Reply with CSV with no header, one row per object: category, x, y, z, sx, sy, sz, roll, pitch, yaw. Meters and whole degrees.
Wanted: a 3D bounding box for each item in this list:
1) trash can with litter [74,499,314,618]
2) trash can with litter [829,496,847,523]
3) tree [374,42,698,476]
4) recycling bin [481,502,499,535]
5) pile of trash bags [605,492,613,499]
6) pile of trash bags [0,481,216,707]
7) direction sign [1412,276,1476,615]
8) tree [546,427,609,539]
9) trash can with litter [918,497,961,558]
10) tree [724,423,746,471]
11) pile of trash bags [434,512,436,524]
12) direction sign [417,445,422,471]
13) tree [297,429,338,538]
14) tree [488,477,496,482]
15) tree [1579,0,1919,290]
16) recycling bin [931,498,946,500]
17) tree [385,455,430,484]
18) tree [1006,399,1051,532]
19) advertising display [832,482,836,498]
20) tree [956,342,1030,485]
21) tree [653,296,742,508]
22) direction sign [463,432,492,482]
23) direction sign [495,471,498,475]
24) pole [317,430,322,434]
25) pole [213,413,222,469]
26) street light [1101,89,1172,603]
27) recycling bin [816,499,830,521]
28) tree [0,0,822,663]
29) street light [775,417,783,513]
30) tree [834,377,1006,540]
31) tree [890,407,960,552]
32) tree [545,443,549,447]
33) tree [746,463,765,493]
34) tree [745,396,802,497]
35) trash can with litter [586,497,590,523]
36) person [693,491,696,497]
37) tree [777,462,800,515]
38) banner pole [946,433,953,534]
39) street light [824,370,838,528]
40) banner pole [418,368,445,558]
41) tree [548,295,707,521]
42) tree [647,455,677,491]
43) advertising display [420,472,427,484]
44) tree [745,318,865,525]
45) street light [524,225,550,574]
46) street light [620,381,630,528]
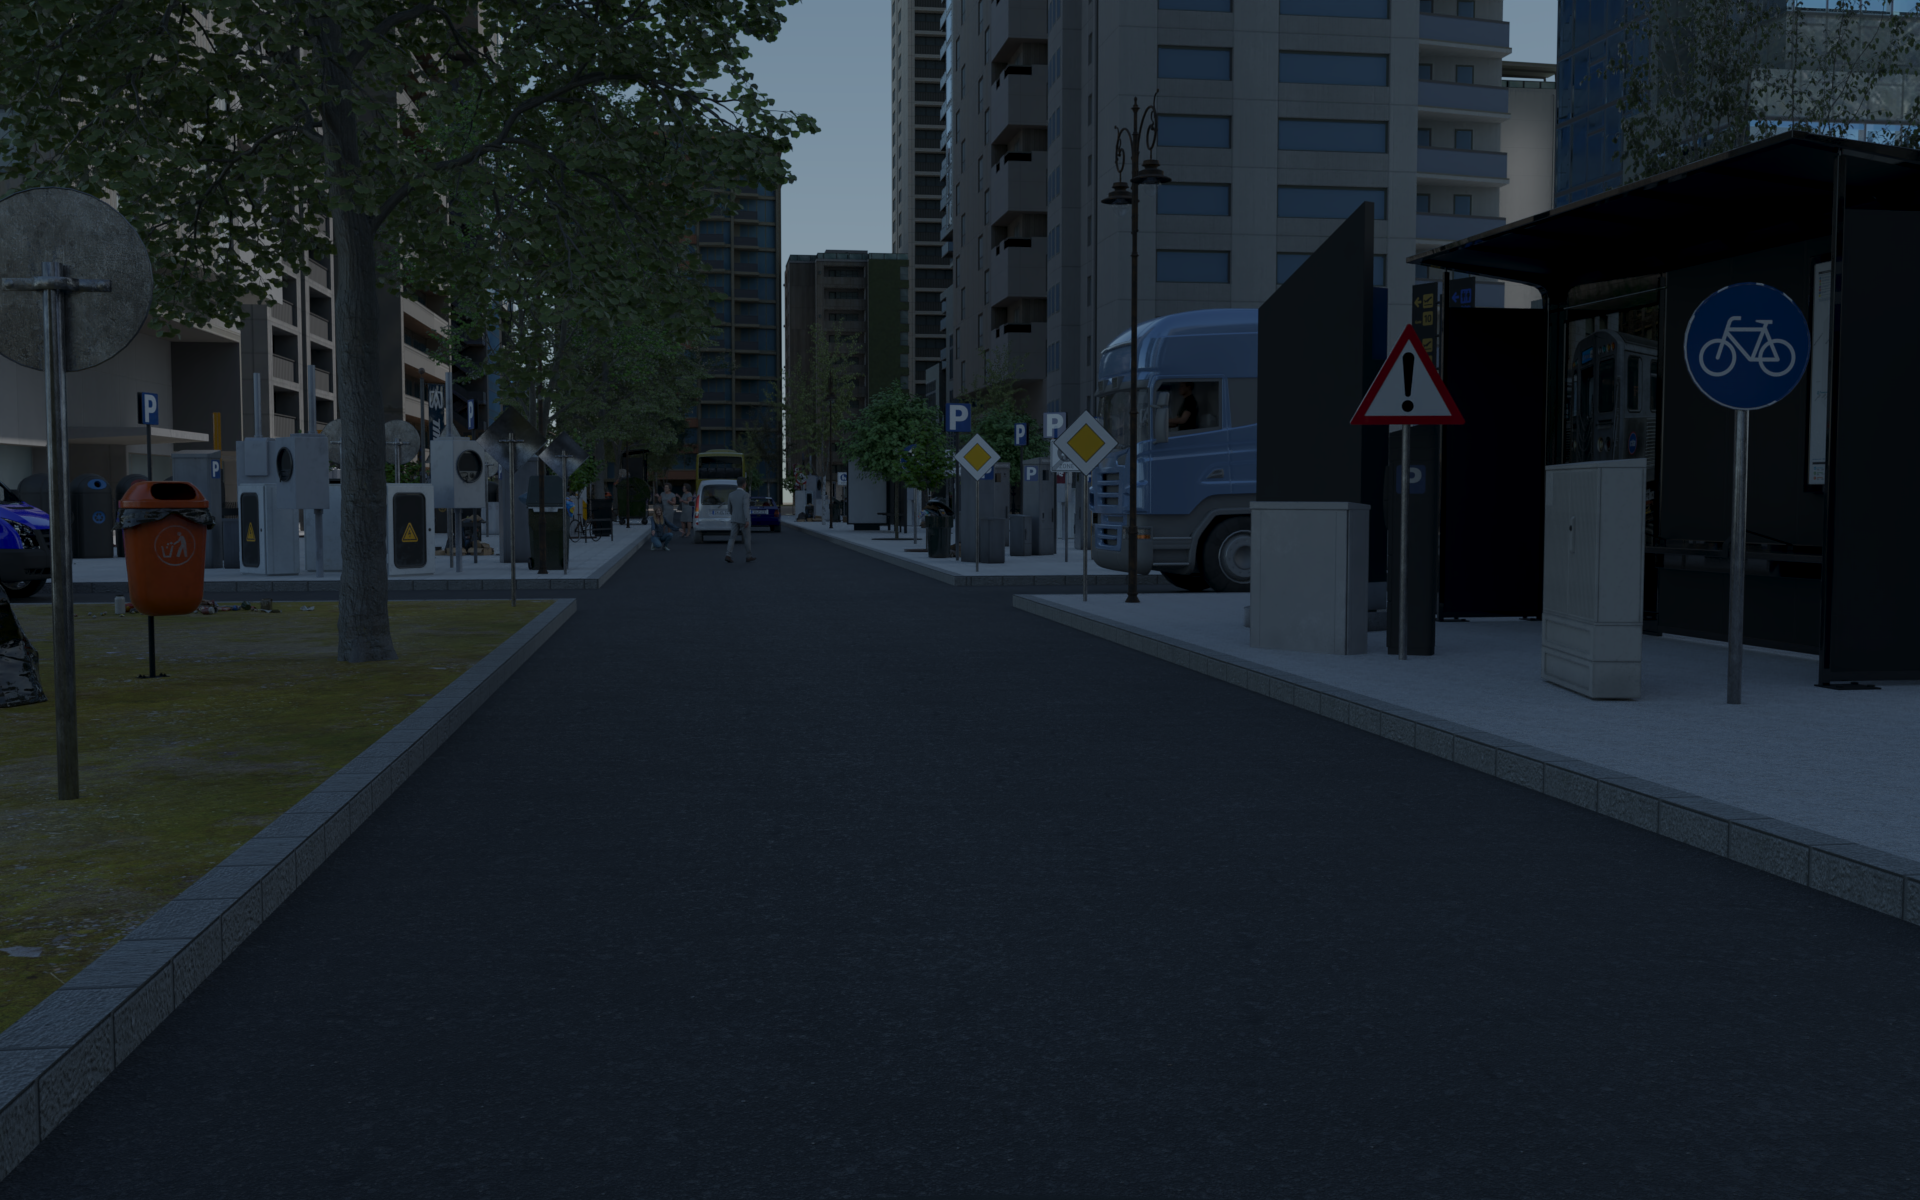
trash can with litter,-8.216,-0.470,18.745,2.233,1.210,1.678,0,4,-6
trash can with litter,-5.385,-4.086,78.195,1.055,1.170,0.624,1,4,15
tree,-9.859,-7.013,40.419,9.928,11.665,9.643,0,3,0
recycling bin,-14.864,-2.576,54.676,0.722,1.027,0.722,1,4,10
pile of trash bags,-18.469,-4.530,83.825,3.447,1.369,1.912,1,4,10
pile of trash bags,-6.422,-0.069,10.885,1.912,1.369,3.447,3,5,42
direction sign,5.129,-1.620,18.488,0.379,3.537,0.876,-2,4,-30
tree,-11.170,-3.390,50.033,1.663,3.219,1.824,0,3,0
trash can with litter,-0.307,-1.443,34.983,0.624,1.170,1.055,3,4,38
tree,-20.797,-13.422,169.817,4.737,8.622,4.395,0,3,0
pile of trash bags,-12.856,-1.806,39.280,1.912,1.369,3.447,-2,4,-26
direction sign,-25.075,-5.411,80.461,0.379,3.537,0.876,-2,4,-30
tree,-19.582,-3.470,51.334,1.663,3.219,1.824,0,3,0
tree,-20.684,-4.859,74.042,1.663,3.219,1.824,0,3,0
tree,8.818,-4.215,19.284,4.360,8.622,3.978,0,3,0
recycling bin,-1.300,-5.404,100.905,0.722,1.027,0.722,2,4,33
tree,-16.882,-3.556,52.742,1.663,3.219,1.824,0,3,0
tree,1.643,-4.650,59.737,4.285,4.588,4.351,0,3,0
advertising display,-6.664,-5.295,91.793,0.123,1.923,0.974,0,3,0
tree,1.566,-8.121,83.139,4.737,8.622,4.395,0,3,0
tree,-26.614,-18.413,156.937,12.611,20.169,13.585,0,3,0
direction sign,-17.754,-4.378,63.585,0.876,3.537,0.379,-1,4,-16
direction sign,-19.464,-4.889,71.937,0.876,3.537,0.379,-1,4,-16
pole,-20.295,-3.744,55.055,0.158,3.312,0.155,0,3,0
pole,-18.594,-3.032,43.419,0.158,3.312,0.155,0,3,0
street light,2.043,-2.907,20.324,0.468,5.910,1.993,-1,4,-9
recycling bin,-6.454,-4.286,82.630,0.722,1.027,0.722,1,4,9
tree,-5.047,-5.808,13.082,7.486,12.596,7.792,0,3,0
street light,-10.676,-7.933,102.494,0.468,5.910,1.993,-1,4,-9
tree,-1.694,-3.960,48.464,4.285,4.588,4.351,0,3,0
tree,-0.801,-2.693,38.636,1.663,3.219,1.824,0,3,0
tree,-23.827,-6.874,96.108,4.285,4.588,4.351,0,3,0
tree,-21.536,-11.704,175.070,4.285,4.588,4.351,0,3,0
tree,-14.162,-10.965,129.641,4.360,8.622,3.978,0,3,0
trash can with litter,-16.408,-3.931,75.662,0.624,1.170,1.055,0,4,5
person,-24.100,-9.104,158.019,0.621,1.740,0.551,3,5,40
tree,-10.059,-6.773,105.341,1.663,3.219,1.824,0,3,0
banner pole,-0.649,-4.034,55.980,0.863,3.779,0.401,-1,4,-10
street light,-4.819,-5.614,64.572,0.468,5.910,1.993,-1,4,-9
banner pole,-10.552,-2.726,34.591,0.401,3.779,0.863,2,4,26
tree,-15.902,-8.949,80.723,7.601,10.594,8.767,1,4,17
tree,-28.757,-13.326,168.237,4.360,8.622,3.978,0,3,0
advertising display,-15.617,-2.768,50.471,0.123,1.923,0.974,-1,4,-12
tree,-5.834,-7.449,72.149,4.737,8.622,4.395,0,3,0
street light,-6.705,-3.356,27.663,0.468,5.910,1.993,-1,4,-9
street light,-12.522,-5.650,65.167,0.468,5.910,1.993,-1,4,-9
